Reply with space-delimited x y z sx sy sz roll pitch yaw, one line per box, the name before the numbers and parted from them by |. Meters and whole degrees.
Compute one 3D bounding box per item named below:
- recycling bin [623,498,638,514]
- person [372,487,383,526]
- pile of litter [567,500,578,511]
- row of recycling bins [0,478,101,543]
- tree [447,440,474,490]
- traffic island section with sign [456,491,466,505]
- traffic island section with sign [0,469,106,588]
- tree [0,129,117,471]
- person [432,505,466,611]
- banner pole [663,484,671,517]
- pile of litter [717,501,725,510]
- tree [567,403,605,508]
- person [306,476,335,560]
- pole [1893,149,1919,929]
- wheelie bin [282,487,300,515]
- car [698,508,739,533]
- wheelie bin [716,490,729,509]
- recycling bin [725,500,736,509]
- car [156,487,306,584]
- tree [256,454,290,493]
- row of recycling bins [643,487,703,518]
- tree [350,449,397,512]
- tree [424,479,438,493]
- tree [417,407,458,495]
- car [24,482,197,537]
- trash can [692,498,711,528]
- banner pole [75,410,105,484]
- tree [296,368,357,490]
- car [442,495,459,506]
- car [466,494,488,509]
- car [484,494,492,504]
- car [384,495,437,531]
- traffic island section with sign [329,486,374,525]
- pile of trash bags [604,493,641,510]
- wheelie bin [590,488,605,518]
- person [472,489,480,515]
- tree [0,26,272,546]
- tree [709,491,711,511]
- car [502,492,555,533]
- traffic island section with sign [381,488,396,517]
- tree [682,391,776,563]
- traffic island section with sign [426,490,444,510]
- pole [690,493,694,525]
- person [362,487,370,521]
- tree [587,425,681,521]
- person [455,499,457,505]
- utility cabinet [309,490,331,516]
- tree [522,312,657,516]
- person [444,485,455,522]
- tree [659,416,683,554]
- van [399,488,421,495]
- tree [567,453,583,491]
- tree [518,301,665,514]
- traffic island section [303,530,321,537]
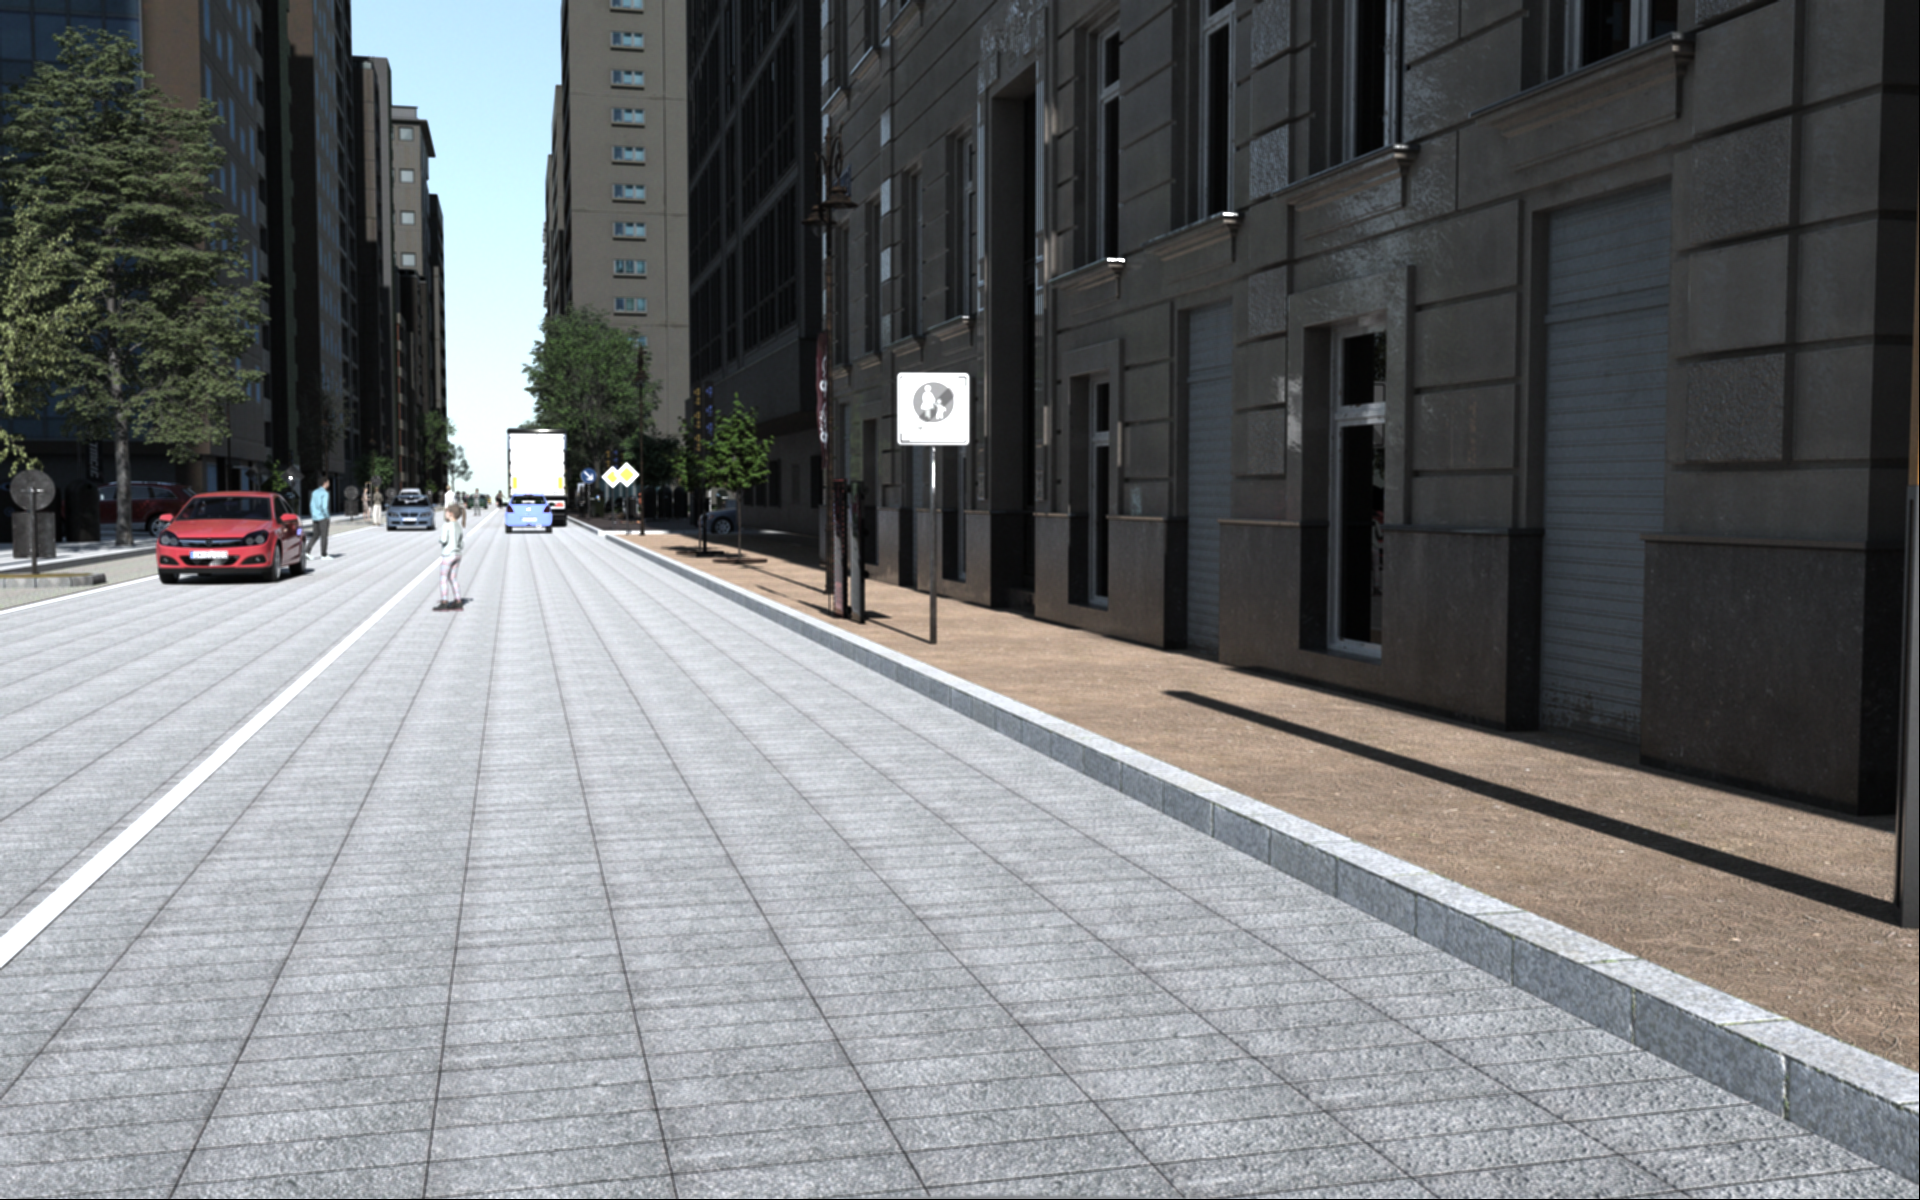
recycling bin | -20.961 -5.966 110.102 0.722 1.027 0.722 1 4 17
person | -26.274 -4.220 78.041 0.362 1.759 0.519 3 5 40
pile of litter | -29.659 -7.239 132.326 1.719 0.858 1.176 1 4 11
row of recycling bins | -24.791 -2.374 45.924 3.534 1.692 1.069 -2 4 -35
tree | -83.896 -21.479 285.596 7.601 10.594 8.767 -1 4 -18
traffic island section with sign | -74.889 -15.476 261.653 1.989 1.847 2.006 -1 4 -14
traffic island section with sign | -14.565 -1.128 27.070 1.989 1.847 2.006 -1 4 -14
tree | -19.126 -5.101 33.770 4.737 8.622 4.395 0 3 0
person | -6.276 -0.518 21.250 0.394 1.301 0.425 0 4 3
banner pole | -15.547 -6.217 91.670 0.401 3.779 0.863 2 4 25
pile of litter | -14.593 -5.682 106.872 1.719 0.858 1.176 2 4 27
tree | -29.845 -11.348 135.903 4.360 8.622 3.978 0 3 0
person | -14.047 -1.796 37.887 0.660 1.820 0.620 2 4 33
pole | 2.882 -0.686 5.064 0.158 3.312 0.155 0 3 0
wheelie bin | -30.628 -4.363 79.243 0.693 1.594 0.980 -3 5 -40
car | -6.825 -2.940 60.079 4.499 1.417 2.014 -1 4 -14
wheelie bin | -16.885 -7.023 122.739 0.980 1.594 0.693 -3 5 -43
recycling bin | -10.485 -4.145 80.324 0.722 1.027 0.722 -1 4 -18
car | -12.231 -1.233 29.206 2.155 1.783 4.494 -1 4 -13
tree | -30.801 -5.043 77.047 1.663 3.219 1.824 0 3 0
row of recycling bins | -15.654 -5.357 94.696 3.534 1.692 1.069 1 4 9
tree | -42.627 -8.694 125.859 4.285 4.588 4.351 0 3 0
tree | -60.756 -12.455 198.243 1.663 3.219 1.824 0 3 0
tree | -63.614 -17.095 205.264 9.928 11.665 9.643 0 3 0
car | -26.452 -2.793 54.343 5.304 1.827 2.281 -1 4 -12
trash can | -9.907 -3.351 66.436 0.748 1.137 0.748 0 3 0
banner pole | -25.289 -3.684 50.254 0.863 3.779 0.401 -2 4 -31
tree | -37.030 -9.174 100.363 4.360 8.622 3.978 0 3 0
car | -58.089 -11.327 197.194 2.014 1.417 4.499 -1 4 -13
car | -46.733 -9.535 167.695 2.131 1.459 4.920 -1 4 -13
car | -66.859 -14.271 243.557 2.015 1.641 3.980 -1 4 -15
car | -21.889 -3.491 69.085 2.014 1.417 4.499 -1 4 -15
traffic island section with sign | -28.476 -4.437 81.178 1.989 1.847 2.006 -1 4 -14
pile of trash bags | -24.909 -7.342 129.789 1.912 1.369 3.447 3 4 37
wheelie bin | -19.617 -5.253 93.789 0.693 1.594 0.980 -3 4 -37
person | -32.344 -6.554 115.833 0.511 1.800 0.466 0 4 -6
tree | -21.336 -7.644 43.114 7.486 12.596 7.792 0 3 0
tree | -18.279 -10.786 126.705 4.360 8.622 3.978 0 3 0
car | -16.089 -3.364 64.588 1.945 1.707 3.694 -1 4 -14
traffic island section with sign | -35.270 -6.051 107.555 1.989 1.847 2.006 -1 4 -14
tree | -4.281 -2.319 32.510 1.663 3.219 1.824 0 3 0
traffic island section with sign | -47.736 -9.017 156.061 1.989 1.847 2.006 -1 4 -14
pole | -11.233 -4.809 72.468 0.158 3.312 0.155 0 3 0
person | -29.019 -4.642 84.736 0.374 1.781 0.599 -3 4 -39
tree | -14.666 -6.058 82.755 4.285 4.588 4.351 0 3 0
person | -23.109 -4.147 78.902 0.503 1.515 0.523 -3 5 -41
utility cabinet | -37.518 -5.676 101.477 1.173 1.500 0.318 -2 4 -25
tree | -21.003 -10.640 99.720 9.928 11.665 9.643 0 3 0
person | -20.896 -3.808 70.981 0.478 1.798 0.641 -2 4 -32
tree | -5.543 -2.592 36.973 1.663 3.219 1.824 0 3 0
van | -38.814 -7.048 122.238 2.013 2.044 4.112 -1 4 -15
tree | -26.788 -8.485 122.438 4.285 4.588 4.351 0 3 0
tree | -24.090 -12.633 113.207 9.857 13.997 8.962 0 3 0
traffic island section | -22.828 -2.262 59.265 2.009 0.180 2.903 -1 4 -14
